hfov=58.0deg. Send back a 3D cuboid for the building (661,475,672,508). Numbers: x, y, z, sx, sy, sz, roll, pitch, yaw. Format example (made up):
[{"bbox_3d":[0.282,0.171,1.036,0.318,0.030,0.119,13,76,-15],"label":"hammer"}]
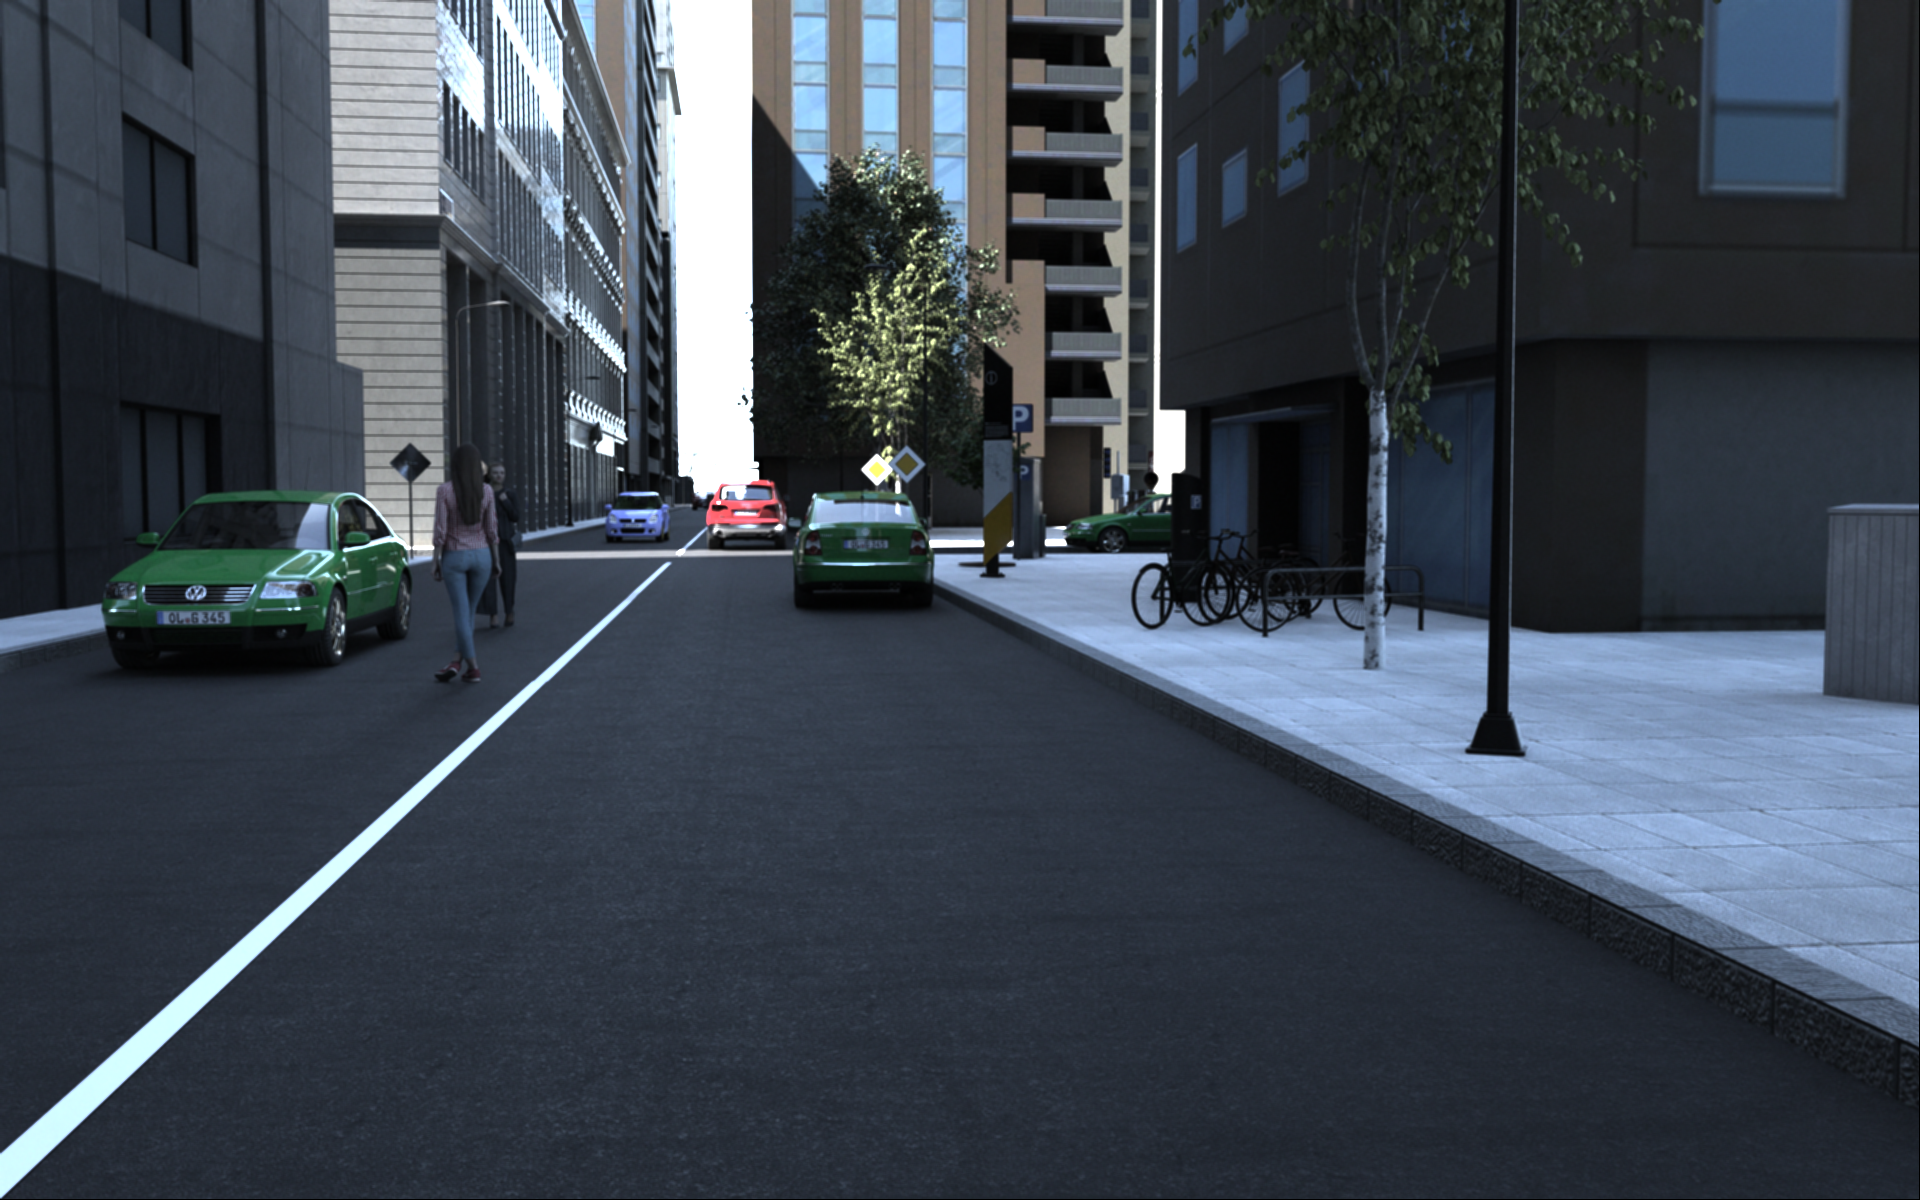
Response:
[{"bbox_3d":[-43.653,-28.749,161.931,32.217,40.220,23.993,0,4,-7],"label":"building"}]

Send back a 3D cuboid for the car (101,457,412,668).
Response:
[{"bbox_3d":[-6.220,-0.423,15.718,1.959,1.807,4.718,0,4,-7],"label":"car"}]

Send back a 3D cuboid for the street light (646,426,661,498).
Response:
[{"bbox_3d":[-21.190,-8.885,117.812,1.470,5.913,1.316,0,4,-7],"label":"street light"}]

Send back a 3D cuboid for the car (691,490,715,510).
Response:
[{"bbox_3d":[-23.119,-9.047,156.592,2.281,1.827,5.304,0,4,-6],"label":"car"}]

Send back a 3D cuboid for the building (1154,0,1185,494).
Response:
[{"bbox_3d":[17.755,-26.464,56.391,21.600,48.544,21.300,0,4,-7],"label":"building"}]

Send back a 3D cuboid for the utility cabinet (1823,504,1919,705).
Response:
[{"bbox_3d":[5.879,0.031,10.654,0.306,1.237,1.020,-2,4,-32],"label":"utility cabinet"}]

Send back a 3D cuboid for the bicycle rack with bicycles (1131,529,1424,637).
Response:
[{"bbox_3d":[2.967,-0.206,16.747,2.925,0.926,2.852,-2,4,-24],"label":"bicycle rack with bicycles"}]

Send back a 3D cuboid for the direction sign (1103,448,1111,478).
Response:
[{"bbox_3d":[6.937,-5.679,84.847,0.876,3.537,0.379,0,4,2],"label":"direction sign"}]

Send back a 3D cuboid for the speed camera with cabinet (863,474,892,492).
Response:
[{"bbox_3d":[-3.047,-4.279,64.299,0.660,3.252,2.038,1,4,13],"label":"speed camera with cabinet"}]

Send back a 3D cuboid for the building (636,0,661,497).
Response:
[{"bbox_3d":[-35.565,-31.535,139.298,21.300,48.544,21.600,0,4,-7],"label":"building"}]

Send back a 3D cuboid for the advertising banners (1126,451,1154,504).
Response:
[{"bbox_3d":[7.449,-4.587,71.192,0.090,3.025,2.074,-2,4,-28],"label":"advertising banners"}]

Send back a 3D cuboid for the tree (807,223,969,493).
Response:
[{"bbox_3d":[-1.883,-5.868,46.312,4.737,8.622,4.395,0,3,0],"label":"tree"}]

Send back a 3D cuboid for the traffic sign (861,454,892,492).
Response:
[{"bbox_3d":[-2.073,-2.420,43.203,0.795,2.450,0.064,0,4,-7],"label":"traffic sign"}]

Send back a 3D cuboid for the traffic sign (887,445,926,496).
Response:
[{"bbox_3d":[-1.084,-1.935,35.279,0.795,2.450,0.064,0,4,-7],"label":"traffic sign"}]

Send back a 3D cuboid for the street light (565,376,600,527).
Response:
[{"bbox_3d":[-14.891,-5.860,68.350,1.470,5.913,1.316,0,4,-7],"label":"street light"}]

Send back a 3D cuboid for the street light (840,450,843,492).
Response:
[{"bbox_3d":[-4.986,-5.652,64.956,1.470,5.913,1.316,0,4,-7],"label":"street light"}]

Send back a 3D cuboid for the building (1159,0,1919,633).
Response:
[{"bbox_3d":[11.110,-22.747,22.024,14.600,45.320,14.200,0,4,-7],"label":"building"}]

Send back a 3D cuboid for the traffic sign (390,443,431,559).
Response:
[{"bbox_3d":[-10.806,-1.862,34.090,0.795,2.450,0.064,0,4,-7],"label":"traffic sign"}]

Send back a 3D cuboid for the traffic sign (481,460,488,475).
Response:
[{"bbox_3d":[-11.795,-2.347,42.014,0.795,2.450,0.064,0,4,-7],"label":"traffic sign"}]

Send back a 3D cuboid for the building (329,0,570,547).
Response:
[{"bbox_3d":[-19.600,-16.965,54.878,11.434,29.767,29.804,0,4,-7],"label":"building"}]

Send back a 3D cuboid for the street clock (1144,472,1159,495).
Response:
[{"bbox_3d":[6.203,-3.160,56.232,0.471,2.002,0.358,1,4,12],"label":"street clock"}]

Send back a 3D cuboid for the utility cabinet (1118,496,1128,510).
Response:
[{"bbox_3d":[7.135,-3.886,74.694,0.306,1.237,1.020,2,4,27],"label":"utility cabinet"}]

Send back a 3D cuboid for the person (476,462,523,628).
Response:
[{"bbox_3d":[-5.017,-0.598,18.692,0.576,1.772,0.534,-1,4,-21],"label":"person"}]

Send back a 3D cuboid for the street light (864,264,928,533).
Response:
[{"bbox_3d":[-1.245,-3.833,35.210,1.470,5.913,1.316,0,4,-7],"label":"street light"}]

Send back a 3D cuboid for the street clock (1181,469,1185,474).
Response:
[{"bbox_3d":[6.523,-2.749,49.512,0.471,2.002,0.358,-1,4,-13],"label":"street clock"}]

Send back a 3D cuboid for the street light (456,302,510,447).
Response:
[{"bbox_3d":[-11.544,-4.240,41.863,1.470,5.913,1.316,0,4,-7],"label":"street light"}]

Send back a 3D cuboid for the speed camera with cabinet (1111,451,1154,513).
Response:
[{"bbox_3d":[7.938,-5.204,79.426,2.038,3.252,0.660,3,4,36],"label":"speed camera with cabinet"}]

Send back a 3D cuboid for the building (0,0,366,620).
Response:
[{"bbox_3d":[-20.693,-35.624,20.698,20.611,71.187,20.563,0,4,-7],"label":"building"}]

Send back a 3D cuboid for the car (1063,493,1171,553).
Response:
[{"bbox_3d":[4.825,-2.000,41.498,4.718,1.807,1.959,-1,4,-8],"label":"car"}]

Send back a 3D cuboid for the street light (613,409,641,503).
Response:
[{"bbox_3d":[-18.324,-7.467,94.631,1.470,5.913,1.316,0,4,-7],"label":"street light"}]

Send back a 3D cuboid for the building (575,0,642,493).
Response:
[{"bbox_3d":[-30.091,-28.862,121.997,14.600,45.320,14.200,0,4,-7],"label":"building"}]

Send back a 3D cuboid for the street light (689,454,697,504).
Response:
[{"bbox_3d":[-31.465,-13.946,200.558,1.470,5.913,1.316,0,4,-7],"label":"street light"}]

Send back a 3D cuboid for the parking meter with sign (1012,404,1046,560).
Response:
[{"bbox_3d":[1.345,-2.335,34.436,0.543,3.016,1.738,1,4,14],"label":"parking meter with sign"}]

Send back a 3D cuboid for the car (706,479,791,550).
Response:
[{"bbox_3d":[-5.644,-2.296,46.210,2.281,1.827,5.304,0,4,-5],"label":"car"}]

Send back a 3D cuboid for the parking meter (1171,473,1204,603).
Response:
[{"bbox_3d":[2.697,-0.746,20.610,0.372,1.533,0.369,0,3,0],"label":"parking meter"}]

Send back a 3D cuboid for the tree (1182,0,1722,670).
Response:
[{"bbox_3d":[3.280,-3.797,12.441,4.737,8.622,4.395,0,3,0],"label":"tree"}]

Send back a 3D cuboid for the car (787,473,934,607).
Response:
[{"bbox_3d":[-1.367,-0.898,23.477,1.959,1.807,4.718,0,4,-5],"label":"car"}]

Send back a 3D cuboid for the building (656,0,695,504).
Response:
[{"bbox_3d":[-49.884,-49.963,255.152,20.563,71.187,20.611,0,4,-7],"label":"building"}]

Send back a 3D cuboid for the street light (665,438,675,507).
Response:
[{"bbox_3d":[-24.415,-10.494,144.119,1.470,5.913,1.316,0,4,-7],"label":"street light"}]

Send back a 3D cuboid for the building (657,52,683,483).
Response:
[{"bbox_3d":[-48.366,-37.990,210.373,28.713,52.752,27.495,0,4,-7],"label":"building"}]

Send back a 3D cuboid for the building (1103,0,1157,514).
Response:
[{"bbox_3d":[0.484,-27.494,104.157,22.147,44.769,28.867,0,4,-7],"label":"building"}]

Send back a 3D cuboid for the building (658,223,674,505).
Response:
[{"bbox_3d":[-37.605,-25.103,182.142,14.160,30.474,14.107,0,4,-7],"label":"building"}]

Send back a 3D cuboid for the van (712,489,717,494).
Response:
[{"bbox_3d":[-24.809,-10.193,173.672,2.013,2.044,4.112,0,4,-6],"label":"van"}]

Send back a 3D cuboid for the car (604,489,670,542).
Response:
[{"bbox_3d":[-9.780,-2.633,52.638,1.945,1.707,3.694,0,4,-5],"label":"car"}]

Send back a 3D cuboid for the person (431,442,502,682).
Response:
[{"bbox_3d":[-3.761,-0.289,13.237,0.388,1.821,0.555,3,5,45],"label":"person"}]

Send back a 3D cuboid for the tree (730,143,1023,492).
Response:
[{"bbox_3d":[-2.778,-8.543,56.685,9.611,12.733,9.660,0,3,0],"label":"tree"}]

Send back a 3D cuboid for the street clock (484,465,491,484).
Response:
[{"bbox_3d":[-11.830,-2.358,43.123,0.358,2.002,0.471,0,4,-3],"label":"street clock"}]

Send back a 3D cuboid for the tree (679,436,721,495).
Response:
[{"bbox_3d":[-41.735,-20.684,272.598,8.767,10.594,7.601,0,4,-6],"label":"tree"}]

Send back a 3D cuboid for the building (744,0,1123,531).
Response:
[{"bbox_3d":[-1.724,-25.772,71.478,14.600,45.320,14.200,0,4,-7],"label":"building"}]

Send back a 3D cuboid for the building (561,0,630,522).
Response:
[{"bbox_3d":[-27.172,-19.248,91.116,17.030,29.872,44.131,0,4,-7],"label":"building"}]

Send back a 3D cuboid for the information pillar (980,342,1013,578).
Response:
[{"bbox_3d":[0.571,-2.155,26.585,0.504,3.616,0.183,2,4,32],"label":"information pillar"}]

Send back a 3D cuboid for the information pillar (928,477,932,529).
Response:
[{"bbox_3d":[-1.177,-3.565,62.783,0.304,2.012,0.304,0,4,3],"label":"information pillar"}]

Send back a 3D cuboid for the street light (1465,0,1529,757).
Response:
[{"bbox_3d":[2.140,-2.193,8.392,1.470,5.913,1.316,0,4,-7],"label":"street light"}]

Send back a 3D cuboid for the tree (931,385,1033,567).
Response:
[{"bbox_3d":[0.474,-2.223,30.949,1.663,3.219,1.824,0,3,0],"label":"tree"}]

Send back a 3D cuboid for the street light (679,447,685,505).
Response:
[{"bbox_3d":[-27.747,-12.104,170.440,1.470,5.913,1.316,0,4,-7],"label":"street light"}]

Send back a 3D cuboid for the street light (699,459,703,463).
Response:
[{"bbox_3d":[-34.795,-15.554,226.852,1.470,5.913,1.316,0,4,-7],"label":"street light"}]
